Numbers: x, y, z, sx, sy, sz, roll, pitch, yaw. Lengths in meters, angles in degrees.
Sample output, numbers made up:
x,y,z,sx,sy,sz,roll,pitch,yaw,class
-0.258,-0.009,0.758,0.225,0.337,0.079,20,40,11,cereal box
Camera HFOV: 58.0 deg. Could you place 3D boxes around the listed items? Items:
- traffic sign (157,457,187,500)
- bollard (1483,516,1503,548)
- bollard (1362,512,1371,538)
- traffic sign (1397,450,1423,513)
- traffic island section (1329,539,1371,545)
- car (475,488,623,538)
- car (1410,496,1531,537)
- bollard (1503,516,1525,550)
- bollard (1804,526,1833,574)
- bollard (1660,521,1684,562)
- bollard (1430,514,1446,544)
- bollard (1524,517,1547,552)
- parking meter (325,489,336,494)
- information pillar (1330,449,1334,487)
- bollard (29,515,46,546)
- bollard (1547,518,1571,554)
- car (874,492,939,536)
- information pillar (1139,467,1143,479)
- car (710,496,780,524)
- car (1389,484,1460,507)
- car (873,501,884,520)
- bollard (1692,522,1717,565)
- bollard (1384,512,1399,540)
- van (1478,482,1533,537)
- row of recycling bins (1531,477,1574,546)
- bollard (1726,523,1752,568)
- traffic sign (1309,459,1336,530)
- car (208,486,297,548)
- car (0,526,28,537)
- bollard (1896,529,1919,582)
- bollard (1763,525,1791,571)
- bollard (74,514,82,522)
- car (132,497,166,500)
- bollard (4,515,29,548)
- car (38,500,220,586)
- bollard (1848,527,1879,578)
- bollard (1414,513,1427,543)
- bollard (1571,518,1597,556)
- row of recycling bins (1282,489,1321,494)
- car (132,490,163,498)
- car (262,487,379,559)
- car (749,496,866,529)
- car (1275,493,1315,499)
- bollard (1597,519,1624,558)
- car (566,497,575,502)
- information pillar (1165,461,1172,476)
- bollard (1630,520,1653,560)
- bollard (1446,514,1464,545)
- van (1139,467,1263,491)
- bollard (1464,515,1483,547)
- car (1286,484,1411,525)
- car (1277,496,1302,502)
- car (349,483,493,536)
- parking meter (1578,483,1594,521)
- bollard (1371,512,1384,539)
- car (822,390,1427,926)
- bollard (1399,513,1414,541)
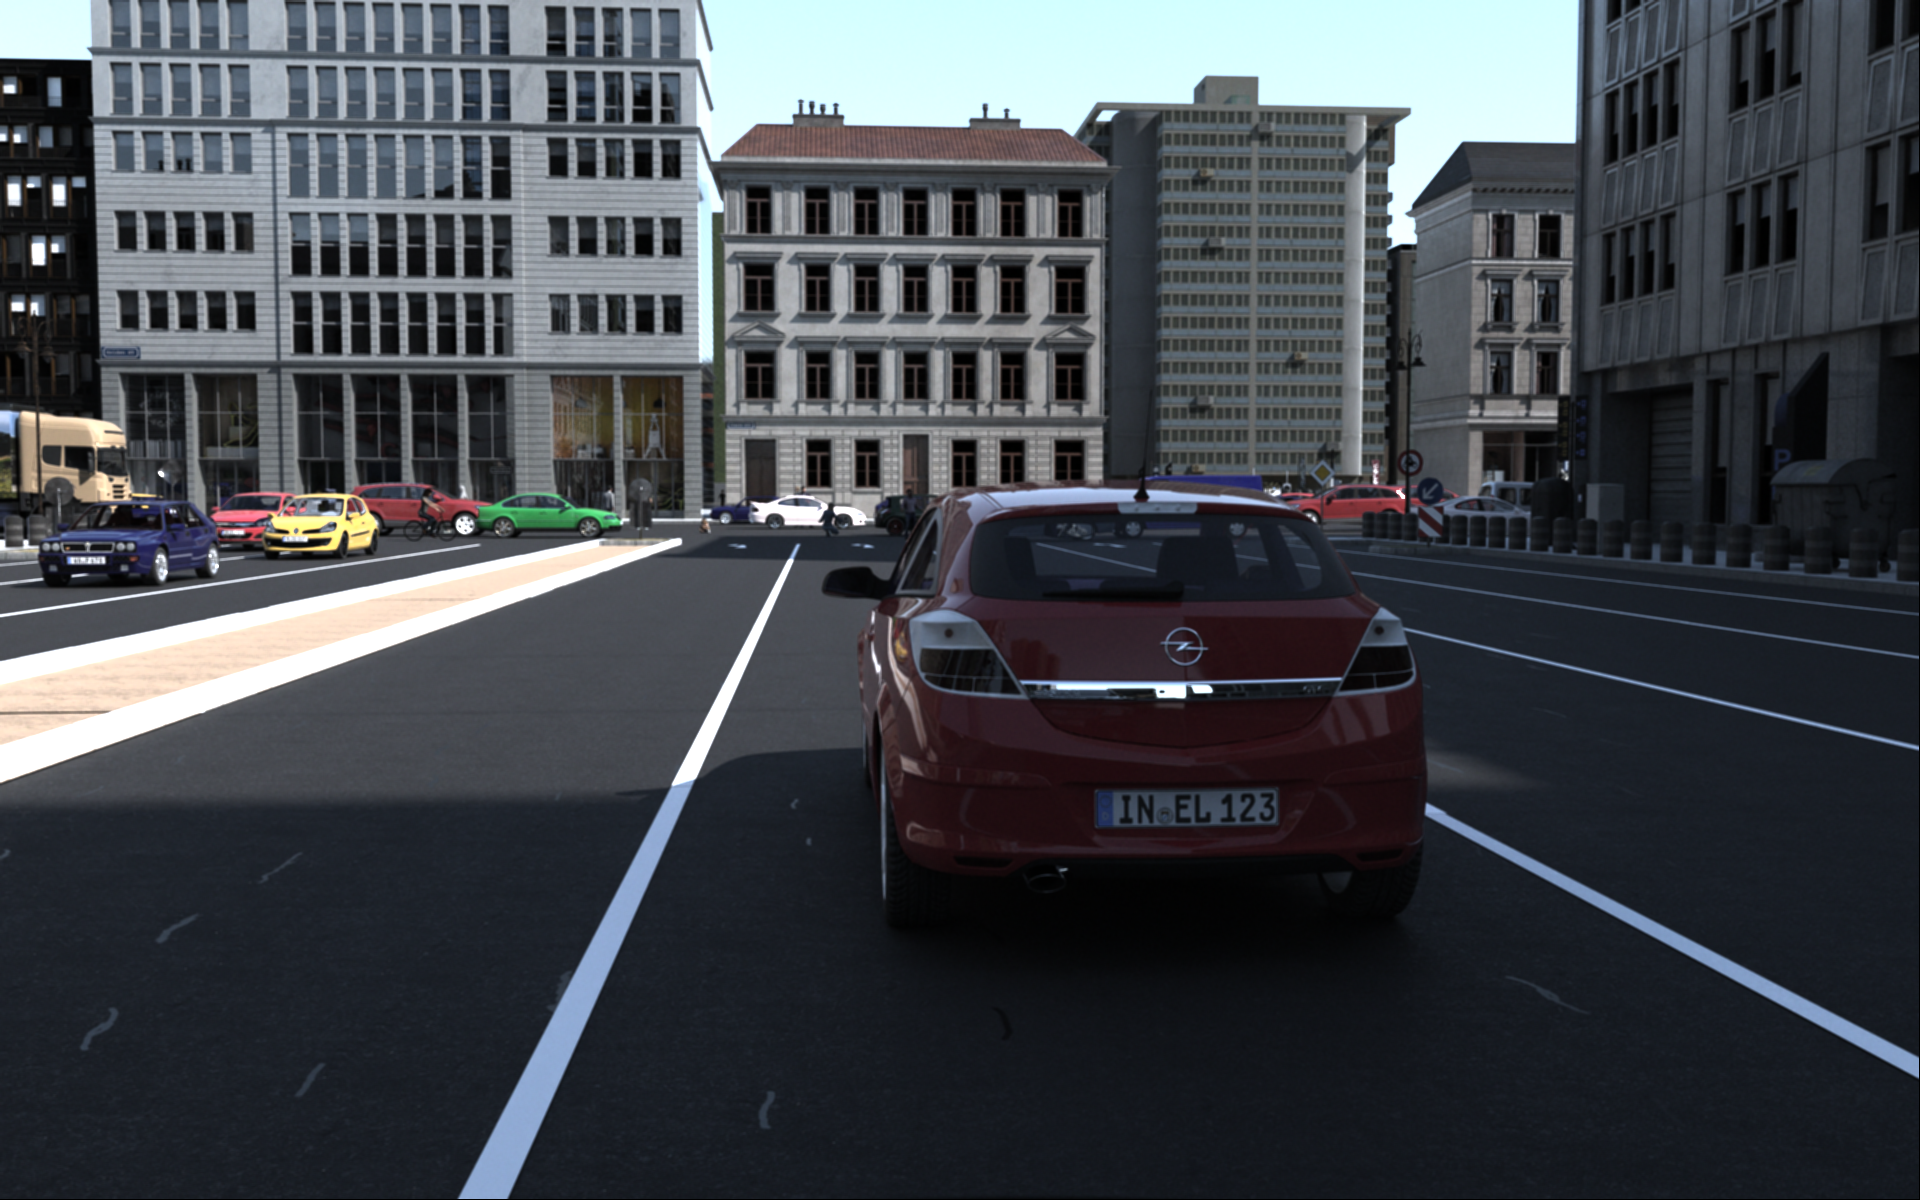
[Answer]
x,y,z,sx,sy,sz,roll,pitch,yaw,class
-21.493,-2.670,47.292,0.795,2.450,0.064,0,4,-5,traffic sign
12.757,-1.616,41.147,0.404,0.777,0.398,0,3,0,bollard
11.998,-2.205,50.774,0.404,0.777,0.398,0,3,0,bollard
12.891,-3.033,49.700,0.768,2.556,0.104,0,4,-3,traffic sign
10.426,-1.687,49.869,2.009,0.180,2.903,0,4,-5,traffic island section
-13.522,-2.953,57.079,4.718,1.807,1.959,0,4,-4,car
16.170,-2.503,53.288,4.827,1.381,2.083,0,4,-3,car
12.855,-1.542,39.926,0.404,0.777,0.398,0,3,0,bollard
13.813,-0.804,27.866,0.404,0.777,0.398,0,3,0,bollard
13.433,-1.099,32.685,0.404,0.777,0.398,0,3,0,bollard
12.478,-1.838,44.763,0.404,0.777,0.398,0,3,0,bollard
12.954,-1.468,38.714,0.404,0.777,0.398,0,3,0,bollard
-31.311,-4.773,86.443,0.372,1.533,0.369,0,3,0,parking meter
19.242,-6.012,89.648,0.183,3.616,0.504,0,4,3,information pillar
-22.804,-1.717,42.784,0.404,0.777,0.398,0,3,0,bollard
13.052,-1.394,37.508,0.404,0.777,0.398,0,3,0,bollard
-0.876,-3.079,60.126,4.222,1.686,2.009,0,4,-3,car
14.925,-9.226,142.199,0.504,3.616,0.183,1,4,21,information pillar
-9.958,-4.279,82.539,3.894,1.354,1.945,0,4,-7,car
18.984,-3.766,70.248,5.304,1.827,2.281,0,4,-3,car
-1.935,-3.983,77.699,3.894,1.354,1.945,0,4,-3,car
13.530,-1.026,31.487,0.404,0.777,0.398,0,3,0,bollard
12.188,-2.058,48.363,0.404,0.777,0.398,0,3,0,bollard
19.436,-3.116,57.961,4.112,2.044,2.013,0,4,-3,van
15.103,-2.274,44.298,1.069,1.692,3.534,1,4,17,row of recycling bins
13.621,-0.952,30.286,0.404,0.777,0.398,0,3,0,bollard
10.403,-2.822,49.789,0.795,2.450,0.064,0,4,-5,traffic sign
-18.152,-2.196,44.938,2.155,1.783,4.494,0,4,-5,car
-32.422,-2.791,57.426,4.920,1.459,2.131,0,4,-6,car
14.005,-0.657,25.459,0.404,0.777,0.398,0,3,0,bollard
13.716,-0.879,29.085,0.404,0.777,0.398,0,3,0,bollard
-22.993,-1.865,45.208,0.404,0.777,0.398,0,3,0,bollard
-32.188,-3.308,66.671,3.894,1.354,1.945,0,4,-5,car
-22.710,-1.643,41.572,0.404,0.777,0.398,0,3,0,bollard
-13.435,-0.952,28.148,1.945,1.354,3.894,0,4,-6,car
13.910,-0.730,26.657,0.404,0.777,0.398,0,3,0,bollard
12.382,-1.911,45.961,0.404,0.777,0.398,0,3,0,bollard
13.144,-1.320,36.295,0.404,0.777,0.398,0,3,0,bollard
25.760,-7.537,130.341,3.534,1.692,1.069,-1,4,-19,row of recycling bins
-34.704,-3.763,71.744,3.980,1.641,2.015,0,4,-5,car
-14.520,-1.783,39.375,2.015,1.641,3.980,0,4,-4,car
-6.301,-3.620,71.543,4.827,1.381,2.083,0,4,-5,car
15.536,-4.521,82.961,4.494,1.783,2.155,0,4,-4,car
13.241,-1.246,35.093,0.404,0.777,0.398,0,3,0,bollard
-16.802,-3.612,71.642,1.945,1.354,3.894,0,4,-3,car
14.885,-8.090,123.620,0.504,3.616,0.183,-1,4,-15,information pillar
13.337,-1.173,33.891,0.404,0.777,0.398,0,3,0,bollard
12.565,-1.764,43.565,0.404,0.777,0.398,0,3,0,bollard
7.163,-3.171,56.224,5.245,2.365,2.240,0,4,-6,van
12.667,-1.690,42.352,0.404,0.777,0.398,0,3,0,bollard
14.803,-3.561,66.902,5.304,1.827,2.281,0,4,-5,car
12.750,-3.644,72.165,3.894,1.354,1.945,0,4,-5,car
-18.486,-3.104,59.420,5.304,1.827,2.281,0,4,-5,car
14.640,-1.962,40.483,0.372,1.533,0.369,0,3,0,parking meter
12.096,-2.131,49.561,0.404,0.777,0.398,0,3,0,bollard
0.500,0.108,7.278,2.155,1.783,4.494,0,4,-4,car
12.284,-1.985,47.165,0.404,0.777,0.398,0,3,0,bollard
